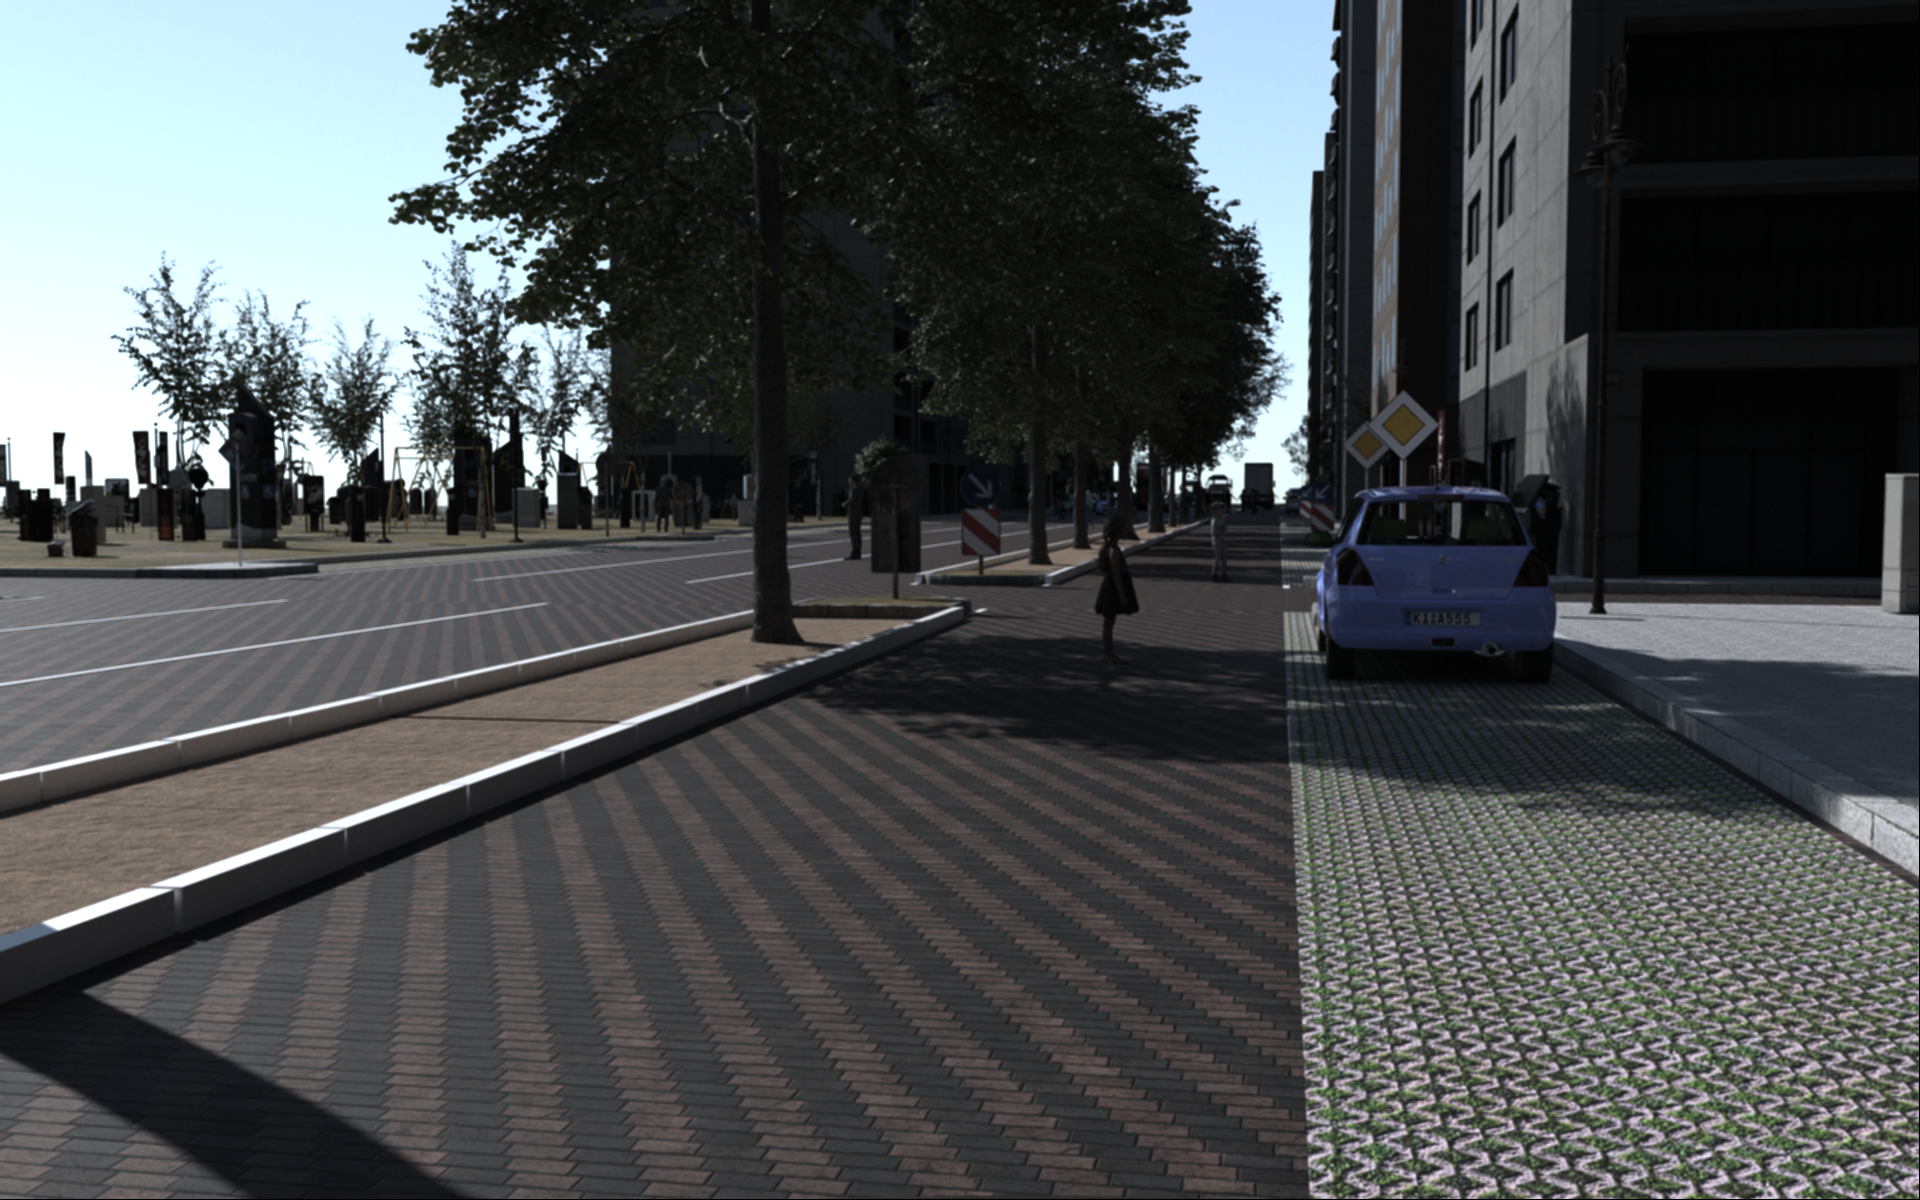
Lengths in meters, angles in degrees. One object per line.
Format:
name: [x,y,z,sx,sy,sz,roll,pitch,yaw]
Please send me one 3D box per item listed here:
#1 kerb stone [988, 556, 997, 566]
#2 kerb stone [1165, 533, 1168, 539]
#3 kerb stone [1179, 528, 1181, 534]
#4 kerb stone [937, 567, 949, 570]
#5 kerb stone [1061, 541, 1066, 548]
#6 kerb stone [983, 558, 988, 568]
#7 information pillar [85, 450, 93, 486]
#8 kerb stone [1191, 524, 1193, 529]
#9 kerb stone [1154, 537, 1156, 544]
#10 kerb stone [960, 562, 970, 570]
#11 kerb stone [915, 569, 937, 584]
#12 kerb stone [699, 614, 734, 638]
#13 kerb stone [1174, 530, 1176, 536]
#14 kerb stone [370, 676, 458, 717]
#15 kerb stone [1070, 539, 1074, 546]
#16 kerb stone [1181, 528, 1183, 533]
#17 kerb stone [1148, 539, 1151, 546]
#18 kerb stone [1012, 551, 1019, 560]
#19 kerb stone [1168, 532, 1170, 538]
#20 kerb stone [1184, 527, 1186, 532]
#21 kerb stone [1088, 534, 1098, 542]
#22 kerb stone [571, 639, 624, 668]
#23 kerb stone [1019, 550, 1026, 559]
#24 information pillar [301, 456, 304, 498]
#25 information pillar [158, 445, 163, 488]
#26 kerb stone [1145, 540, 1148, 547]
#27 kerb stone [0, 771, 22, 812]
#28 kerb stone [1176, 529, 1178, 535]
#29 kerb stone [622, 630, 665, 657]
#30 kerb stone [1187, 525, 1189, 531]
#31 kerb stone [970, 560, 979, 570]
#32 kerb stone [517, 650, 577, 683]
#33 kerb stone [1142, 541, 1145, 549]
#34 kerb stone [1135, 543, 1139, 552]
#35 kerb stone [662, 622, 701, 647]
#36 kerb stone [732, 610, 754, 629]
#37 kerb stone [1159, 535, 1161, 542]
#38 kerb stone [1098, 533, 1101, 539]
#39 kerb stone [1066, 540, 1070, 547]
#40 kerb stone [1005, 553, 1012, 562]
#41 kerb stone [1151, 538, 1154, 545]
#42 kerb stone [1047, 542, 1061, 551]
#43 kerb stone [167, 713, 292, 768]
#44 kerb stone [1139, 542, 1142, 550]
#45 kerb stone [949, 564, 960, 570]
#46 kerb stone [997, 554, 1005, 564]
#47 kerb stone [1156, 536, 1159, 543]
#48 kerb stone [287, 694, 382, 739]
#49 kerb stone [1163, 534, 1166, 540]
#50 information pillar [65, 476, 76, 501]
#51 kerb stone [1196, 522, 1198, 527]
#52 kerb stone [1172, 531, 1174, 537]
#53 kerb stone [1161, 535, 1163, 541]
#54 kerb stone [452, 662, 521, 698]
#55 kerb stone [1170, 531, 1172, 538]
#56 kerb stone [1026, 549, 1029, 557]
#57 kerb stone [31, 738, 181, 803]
kerb stone: [0.539,-0.741,34.304,0.120,0.150,1.000,1,4,10]
kerb stone: [6.311,-1.944,54.049,0.120,0.150,1.000,1,4,10]
kerb stone: [7.616,-2.380,61.106,0.120,0.150,1.000,1,4,10]
kerb stone: [-0.388,-0.432,29.252,0.120,0.150,1.000,1,4,10]
kerb stone: [2.584,-1.418,45.387,0.120,0.150,1.000,1,4,10]
kerb stone: [0.356,-0.679,33.297,0.120,0.150,1.000,1,4,10]
information pillar: [-46.176,-6.145,91.822,0.504,3.616,0.183,2,4,31]
kerb stone: [9.106,-2.874,69.184,0.120,0.150,1.000,1,4,10]
kerb stone: [5.387,-1.638,49.000,0.120,0.150,1.000,1,4,10]
kerb stone: [-0.021,-0.554,31.273,0.120,0.150,1.000,1,4,10]
kerb stone: [-0.574,-0.370,28.241,0.120,0.150,1.000,1,4,10]
kerb stone: [-2.537,0.281,17.598,0.120,0.150,1.000,1,4,10]
kerb stone: [7.061,-2.195,58.075,0.120,0.150,1.000,1,4,10]
kerb stone: [-3.656,0.651,11.547,0.120,0.150,1.000,1,4,10]
kerb stone: [2.955,-1.538,47.398,0.120,0.150,1.000,1,4,10]
kerb stone: [7.815,-2.440,62.119,0.120,0.150,1.000,1,4,10]
kerb stone: [5.004,-1.514,46.980,0.120,0.150,1.000,1,4,10]
kerb stone: [1.091,-0.923,37.320,0.120,0.150,1.000,1,4,10]
kerb stone: [6.507,-2.010,55.052,0.120,0.150,1.000,1,4,10]
kerb stone: [8.179,-2.565,64.130,0.120,0.150,1.000,1,4,10]
kerb stone: [4.070,-1.910,53.427,0.120,0.150,1.000,1,4,10]
kerb stone: [-3.096,0.466,14.581,0.120,0.150,1.000,1,4,10]
kerb stone: [1.276,-0.987,38.325,0.120,0.150,1.000,1,4,10]
information pillar: [-41.036,-7.144,108.159,0.183,3.616,0.504,-2,4,-32]
information pillar: [-37.157,-5.447,80.413,0.183,3.616,0.504,0,4,-1]
kerb stone: [4.819,-1.448,45.964,0.120,0.150,1.000,1,4,10]
kerb stone: [-4.398,0.898,7.521,0.120,0.150,1.000,1,4,10]
kerb stone: [7.248,-2.256,59.089,0.120,0.150,1.000,1,4,10]
kerb stone: [-2.906,0.404,15.587,0.120,0.150,1.000,1,4,10]
kerb stone: [8.552,-2.689,66.159,0.120,0.150,1.000,1,4,10]
kerb stone: [0.176,-0.617,32.286,0.120,0.150,1.000,1,4,10]
kerb stone: [-3.279,0.529,13.571,0.120,0.150,1.000,1,4,10]
kerb stone: [4.640,-1.392,44.957,0.120,0.150,1.000,1,4,10]
kerb stone: [4.273,-1.269,42.946,0.120,0.150,1.000,1,4,10]
kerb stone: [-2.727,0.343,16.593,0.120,0.150,1.000,1,4,10]
kerb stone: [-2.355,0.222,18.604,0.120,0.150,1.000,1,4,10]
kerb stone: [5.766,-1.763,51.020,0.120,0.150,1.000,1,4,10]
kerb stone: [4.257,-1.972,54.432,0.120,0.150,1.000,1,4,10]
kerb stone: [2.767,-1.480,46.393,0.120,0.150,1.000,1,4,10]
kerb stone: [0.909,-0.864,36.314,0.120,0.150,1.000,1,4,10]
kerb stone: [5.201,-1.578,47.994,0.120,0.150,1.000,1,4,10]
kerb stone: [2.401,-1.357,44.382,0.120,0.150,1.000,1,4,10]
kerb stone: [-4.026,0.775,9.532,0.120,0.150,1.000,1,4,10]
kerb stone: [4.449,-1.331,43.953,0.120,0.150,1.000,1,4,10]
kerb stone: [-0.202,-0.493,30.262,0.120,0.150,1.000,1,4,10]
kerb stone: [0.725,-0.802,35.309,0.120,0.150,1.000,1,4,10]
kerb stone: [5.574,-1.702,50.016,0.120,0.150,1.000,1,4,10]
kerb stone: [-3.842,0.717,10.538,0.120,0.150,1.000,1,4,10]
kerb stone: [6.131,-1.887,53.042,0.120,0.150,1.000,1,4,10]
information pillar: [-35.885,-4.002,69.919,0.304,2.012,0.304,-3,5,-42]
kerb stone: [9.852,-3.120,73.217,0.120,0.150,1.000,1,4,10]
kerb stone: [6.877,-2.133,57.070,0.120,0.150,1.000,1,4,10]
kerb stone: [5.944,-1.825,52.034,0.120,0.150,1.000,1,4,10]
kerb stone: [-3.472,0.589,12.561,0.120,0.150,1.000,1,4,10]
kerb stone: [6.684,-2.072,56.066,0.120,0.150,1.000,1,4,10]
kerb stone: [1.468,-1.045,39.329,0.120,0.150,1.000,1,4,10]
kerb stone: [-4.217,0.840,8.528,0.120,0.150,1.000,1,4,10]
